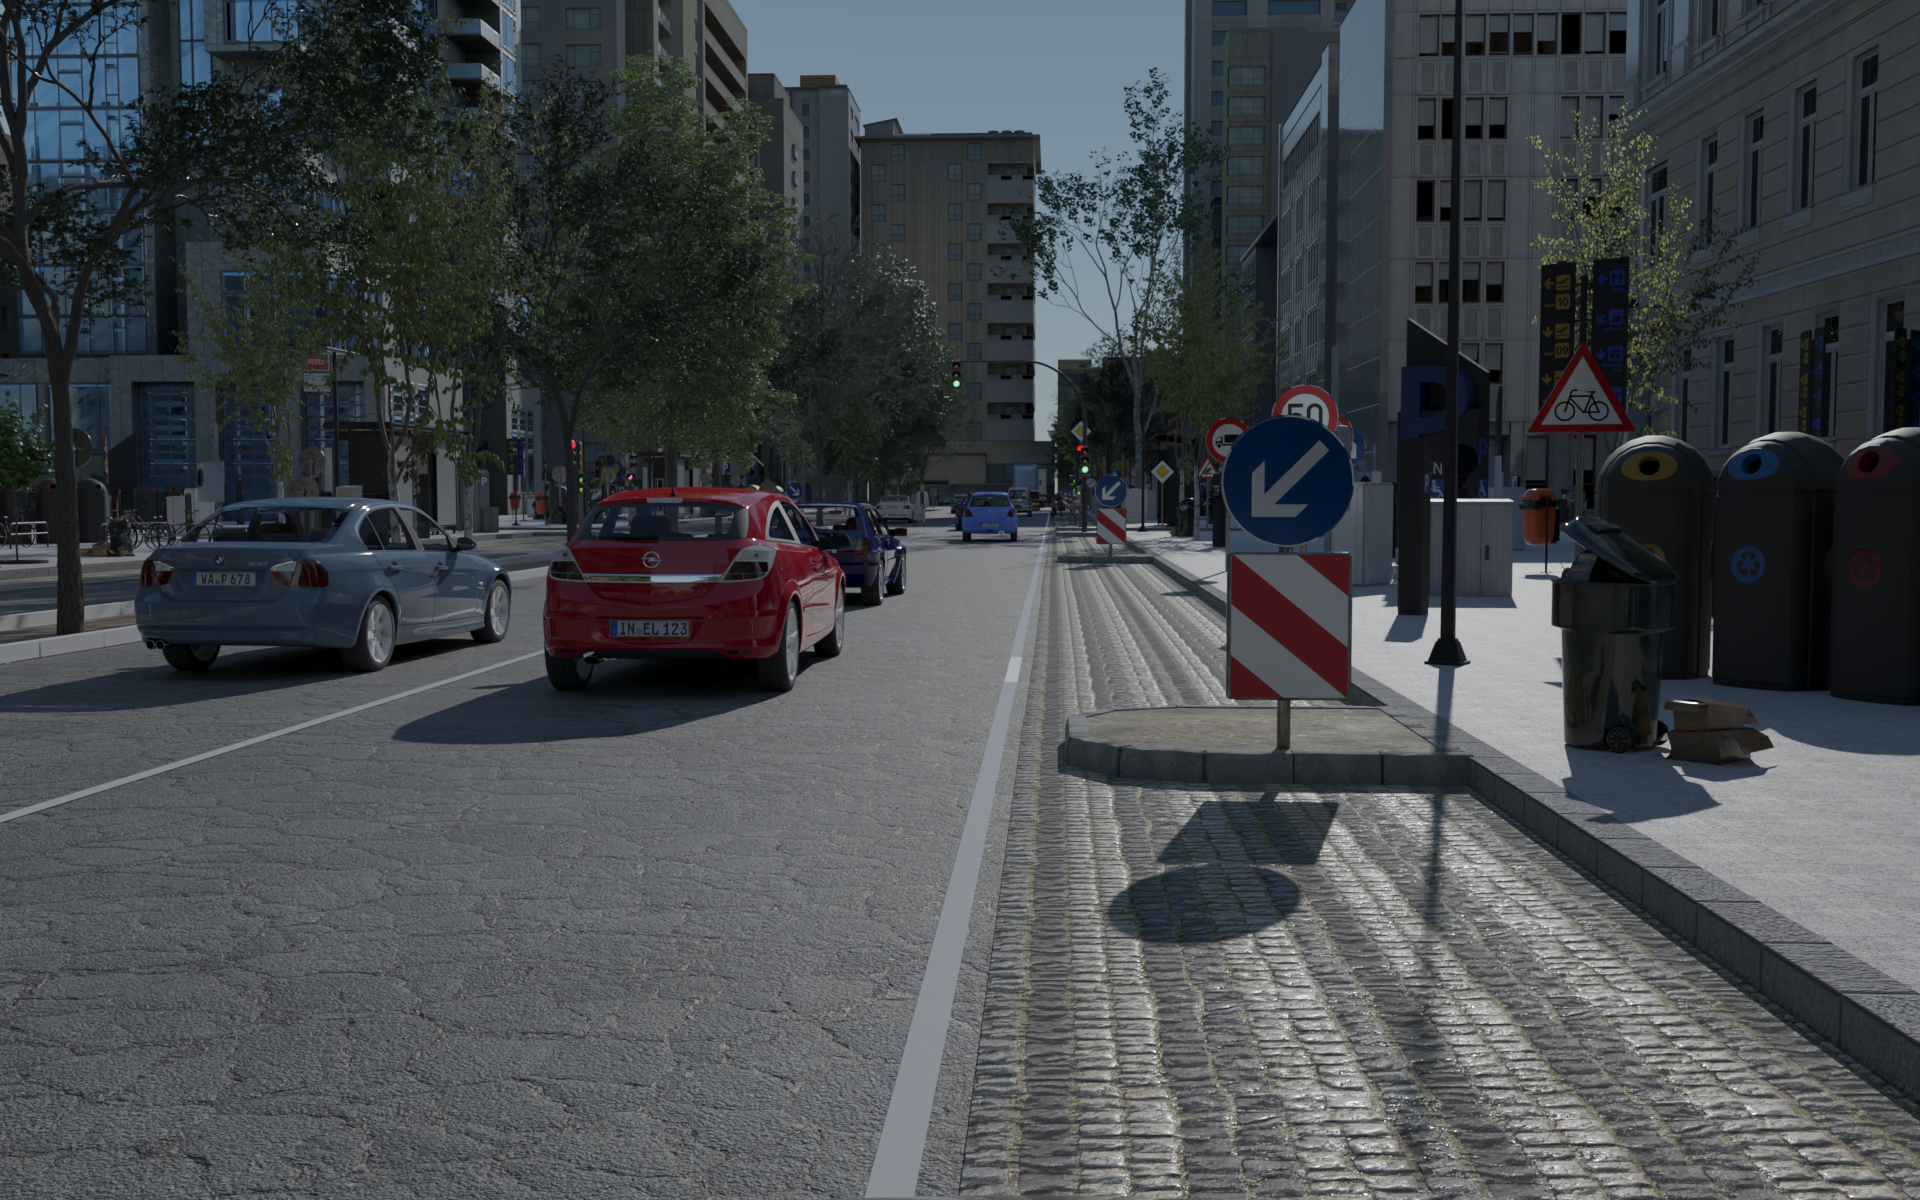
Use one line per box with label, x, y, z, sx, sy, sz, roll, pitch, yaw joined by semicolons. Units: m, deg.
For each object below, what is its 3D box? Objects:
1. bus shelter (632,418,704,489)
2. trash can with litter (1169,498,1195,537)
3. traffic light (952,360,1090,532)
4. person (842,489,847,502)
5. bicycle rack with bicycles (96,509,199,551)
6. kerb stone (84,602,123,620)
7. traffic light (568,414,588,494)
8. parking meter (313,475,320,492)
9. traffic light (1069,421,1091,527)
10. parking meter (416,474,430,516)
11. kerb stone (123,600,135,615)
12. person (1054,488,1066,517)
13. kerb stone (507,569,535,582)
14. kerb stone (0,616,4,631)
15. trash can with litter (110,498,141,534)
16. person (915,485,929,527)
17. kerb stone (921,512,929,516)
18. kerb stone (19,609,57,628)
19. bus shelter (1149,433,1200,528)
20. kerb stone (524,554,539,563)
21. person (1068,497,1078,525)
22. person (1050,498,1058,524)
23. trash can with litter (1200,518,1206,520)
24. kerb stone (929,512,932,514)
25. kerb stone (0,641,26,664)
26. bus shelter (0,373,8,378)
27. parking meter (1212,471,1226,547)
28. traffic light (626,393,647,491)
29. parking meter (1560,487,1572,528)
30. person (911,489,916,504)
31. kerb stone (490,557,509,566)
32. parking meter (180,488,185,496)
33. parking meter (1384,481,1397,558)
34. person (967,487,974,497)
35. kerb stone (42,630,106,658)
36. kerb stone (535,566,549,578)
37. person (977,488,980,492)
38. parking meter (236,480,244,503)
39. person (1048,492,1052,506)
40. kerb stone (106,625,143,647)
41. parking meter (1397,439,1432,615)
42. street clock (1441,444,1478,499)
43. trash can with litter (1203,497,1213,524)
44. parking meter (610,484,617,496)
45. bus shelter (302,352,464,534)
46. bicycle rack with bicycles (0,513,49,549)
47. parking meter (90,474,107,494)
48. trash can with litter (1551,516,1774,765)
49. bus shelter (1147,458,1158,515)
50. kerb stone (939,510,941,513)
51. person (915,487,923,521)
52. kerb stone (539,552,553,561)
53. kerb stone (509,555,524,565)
bus shelter;-14.823;-6.708;87.311;2.179;5.291;8.768;0;4;3
trash can with litter;6.655;-2.492;52.139;0.624;1.170;1.055;-2;4;-27
traffic light;2.110;-5.139;58.689;4.771;5.953;1.251;0;4;3
person;-8.020;-6.814;120.459;0.362;1.759;0.519;0;4;7
bicycle rack with bicycles;-18.514;-1.616;39.796;2.852;0.926;2.925;2;4;27
kerb stone;-9.946;0.144;19.846;0.120;0.150;1.000;0;4;3
traffic light;-13.283;-4.326;59.650;0.839;4.253;0.868;0;4;3
parking meter;-20.242;-2.967;54.224;0.255;1.863;0.399;1;4;17
traffic light;4.637;-4.757;66.691;0.839;4.253;0.868;0;4;3
parking meter;-15.478;-2.703;49.909;0.255;1.863;0.399;-3;5;-41
kerb stone;-9.889;0.081;20.866;0.120;0.150;1.000;0;4;3
person;6.273;-6.193;109.718;0.822;1.834;0.622;0;4;7
kerb stone;-7.348;-0.405;28.931;0.120;0.150;1.000;0;4;3
kerb stone;-10.051;0.269;17.798;0.120;0.150;1.000;0;4;3
trash can with litter;-27.507;-2.763;56.239;1.678;1.210;2.233;-2;4;-35
person;-1.703;-4.151;76.248;0.514;1.842;0.818;-2;4;-27
kerb stone;-2.411;-5.952;119.607;0.120;0.150;1.000;0;4;3
kerb stone;-10.003;0.207;18.819;0.120;0.150;1.000;0;4;3
bus shelter;8.580;-4.769;69.257;1.731;3.624;6.357;0;4;3
kerb stone;-9.052;-0.856;36.186;0.120;0.150;1.000;0;4;3
person;5.262;-4.140;80.460;0.475;1.303;0.640;2;4;32
person;4.412;-4.175;81.430;0.362;1.253;0.373;-3;5;-44
trash can with litter;12.150;-4.619;86.573;2.233;1.210;1.678;-1;4;-18
kerb stone;-2.238;-6.143;122.673;0.120;0.150;1.000;0;4;3
kerb stone;-8.125;0.463;14.621;0.120;0.150;1.000;0;4;3
bus shelter;-19.668;-2.431;31.038;1.731;3.624;6.357;0;4;3
parking meter;6.307;-2.212;41.871;0.399;1.863;0.255;-3;5;-40
traffic light;-10.755;-5.681;67.545;4.771;5.953;1.251;0;4;3
parking meter;22.846;-3.479;65.289;0.372;1.533;0.369;0;3;0
person;-2.530;-5.383;97.183;0.598;1.740;0.731;-3;5;-41
kerb stone;-9.160;-0.728;34.143;0.120;0.150;1.000;0;4;3
parking meter;-30.690;-3.685;68.665;0.372;1.533;0.369;0;3;0
parking meter;8.598;-1.615;34.820;0.372;1.533;0.369;0;3;0
person;0.778;-6.224;110.043;0.659;1.850;0.755;-1;4;-16
kerb stone;-8.067;0.401;15.641;0.120;0.150;1.000;0;4;3
kerb stone;-7.295;-0.470;29.956;0.120;0.150;1.000;0;4;3
person;1.120;-6.031;107.063;0.822;1.834;0.622;-3;5;-41
parking meter;-30.300;-4.109;72.901;0.255;1.863;0.399;-1;4;-12
person;10.540;-11.801;202.907;0.415;1.643;0.593;1;4;10
kerb stone;-8.013;0.338;16.662;0.120;0.150;1.000;0;4;3
parking meter;4.845;-0.780;18.461;0.255;1.863;0.399;2;4;30
street clock;7.179;-1.245;24.931;0.471;2.002;0.358;-1;4;-9
trash can with litter;10.763;-3.843;74.224;0.624;1.170;1.055;1;4;13
parking meter;-20.740;-5.996;103.748;0.399;1.863;0.255;0;4;0
bus shelter;-17.291;-4.519;51.521;2.179;5.291;8.768;0;4;3
bicycle rack with bicycles;-23.058;-1.679;40.826;2.852;0.926;2.925;0;4;-1
parking meter;-24.755;-2.696;49.792;0.399;1.863;0.255;-3;5;-41
trash can with litter;3.497;0.169;8.617;0.624;1.170;1.055;-3;5;-42
bus shelter;10.987;-5.958;91.343;2.014;3.302;5.546;0;4;3
kerb stone;-1.740;-6.707;131.891;0.120;0.150;1.000;0;4;3
person;-2.143;-5.151;92.695;0.573;1.828;0.580;-1;4;-14
kerb stone;-8.995;-0.919;37.214;0.120;0.150;1.000;0;4;3
kerb stone;-9.116;-0.789;35.164;0.120;0.150;1.000;0;4;3
